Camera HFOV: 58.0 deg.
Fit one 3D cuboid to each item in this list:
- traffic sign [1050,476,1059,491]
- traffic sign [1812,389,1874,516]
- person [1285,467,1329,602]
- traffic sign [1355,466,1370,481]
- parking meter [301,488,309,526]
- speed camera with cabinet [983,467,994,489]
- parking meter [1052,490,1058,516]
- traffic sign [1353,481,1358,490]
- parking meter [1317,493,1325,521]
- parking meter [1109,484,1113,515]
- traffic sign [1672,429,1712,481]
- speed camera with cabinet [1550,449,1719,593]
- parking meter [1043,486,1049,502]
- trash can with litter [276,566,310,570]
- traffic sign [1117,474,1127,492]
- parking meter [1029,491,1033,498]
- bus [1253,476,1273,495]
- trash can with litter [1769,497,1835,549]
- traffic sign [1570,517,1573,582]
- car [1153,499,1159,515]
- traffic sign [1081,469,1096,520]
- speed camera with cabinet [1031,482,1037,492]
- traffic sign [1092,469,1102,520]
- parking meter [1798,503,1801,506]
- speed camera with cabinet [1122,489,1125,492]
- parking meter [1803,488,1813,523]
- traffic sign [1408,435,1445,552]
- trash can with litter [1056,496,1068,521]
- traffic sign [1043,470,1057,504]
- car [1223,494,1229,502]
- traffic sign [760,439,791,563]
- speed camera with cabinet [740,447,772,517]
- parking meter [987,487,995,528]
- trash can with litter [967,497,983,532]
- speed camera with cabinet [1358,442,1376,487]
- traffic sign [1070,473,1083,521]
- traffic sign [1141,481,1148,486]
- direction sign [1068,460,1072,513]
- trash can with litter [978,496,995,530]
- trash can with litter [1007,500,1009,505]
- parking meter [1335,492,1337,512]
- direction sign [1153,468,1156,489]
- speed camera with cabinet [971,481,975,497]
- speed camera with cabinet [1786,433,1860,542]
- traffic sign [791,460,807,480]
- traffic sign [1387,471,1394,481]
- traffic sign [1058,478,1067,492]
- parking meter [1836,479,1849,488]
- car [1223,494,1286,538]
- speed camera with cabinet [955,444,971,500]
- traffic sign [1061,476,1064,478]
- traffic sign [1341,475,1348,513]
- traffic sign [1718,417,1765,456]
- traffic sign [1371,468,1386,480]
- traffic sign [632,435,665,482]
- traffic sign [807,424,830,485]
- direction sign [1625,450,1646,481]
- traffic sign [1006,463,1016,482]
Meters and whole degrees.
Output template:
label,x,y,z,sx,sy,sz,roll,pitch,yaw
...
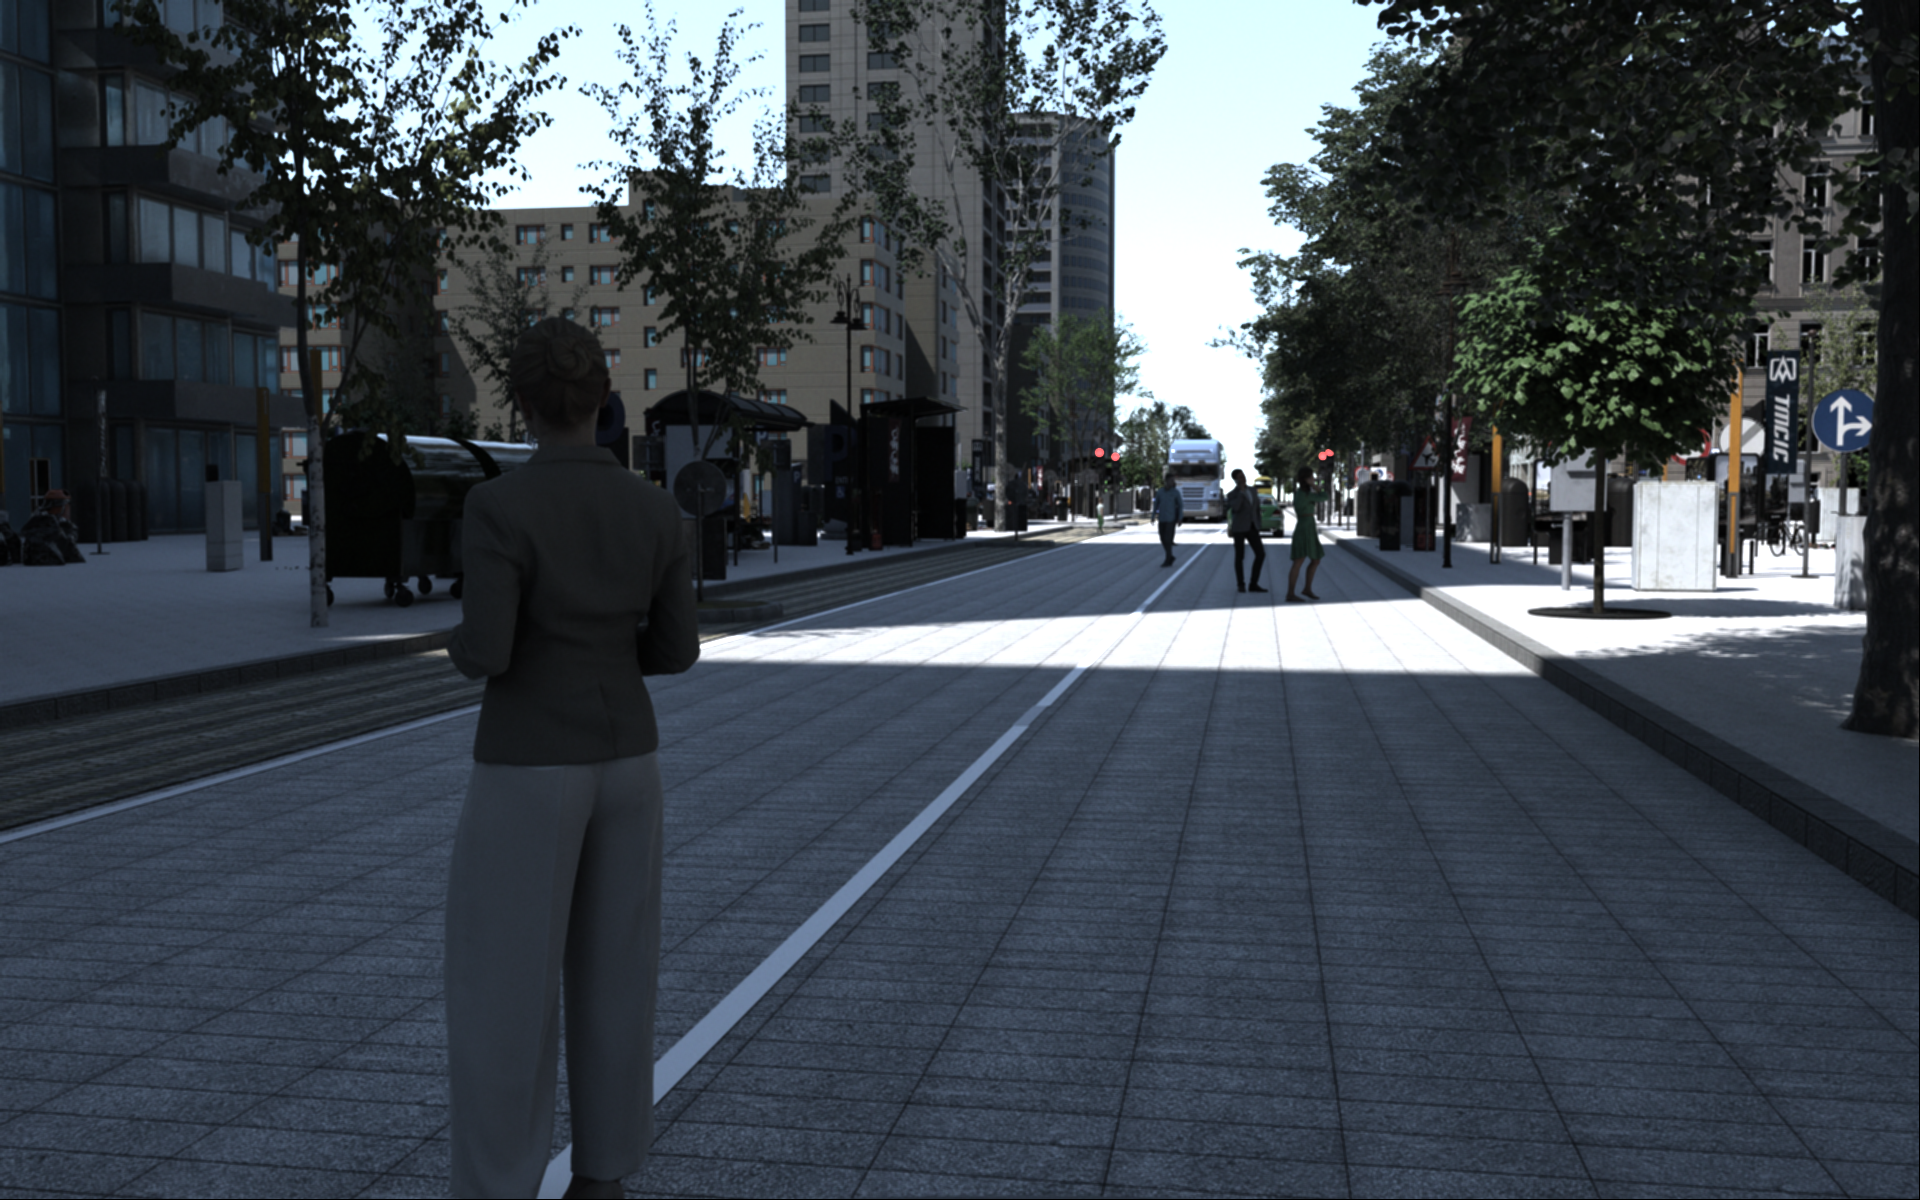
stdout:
label,x,y,z,sx,sy,sz,roll,pitch,yaw
traffic sign,5.794,-6.623,108.390,0.768,2.556,0.104,1,4,19
traffic sign,10.748,-1.283,21.078,0.768,2.556,0.104,1,4,14
person,4.593,-0.881,23.147,0.529,1.795,0.600,-1,4,-11
traffic sign,17.877,-4.702,76.986,0.768,2.556,0.104,1,4,19
parking meter,-26.522,-3.784,70.282,0.372,1.533,0.369,0,3,0
speed camera with cabinet,2.658,-8.066,126.221,2.038,3.252,0.660,-2,4,-26
parking meter,5.490,-5.604,100.037,0.372,1.533,0.369,0,3,0
traffic sign,33.350,-8.958,146.561,0.768,2.556,0.104,1,4,18
parking meter,17.202,-4.533,82.524,0.372,1.533,0.369,0,3,0
parking meter,9.087,-6.022,104.173,0.255,1.863,0.399,1,4,9
traffic sign,13.197,-1.915,31.424,0.768,2.556,0.104,1,4,11
speed camera with cabinet,8.915,-1.749,22.931,2.038,3.252,0.660,1,4,14
parking meter,5.485,-6.409,110.490,0.255,1.863,0.399,-1,4,-14
trash can with litter,-10.495,-1.122,29.398,1.678,1.210,2.233,-3,5,-40
traffic sign,10.212,-6.714,109.877,0.768,2.556,0.104,1,4,18
parking meter,5.154,-7.244,126.856,0.372,1.533,0.369,0,3,0
bus,42.159,-15.257,241.002,2.896,3.916,12.252,1,4,10
trash can with litter,20.165,-1.835,41.066,1.678,1.210,2.233,1,4,22
traffic sign,8.914,-1.541,25.298,0.768,2.556,0.104,1,4,14
car,14.283,-6.705,119.214,1.945,1.707,3.694,1,4,10
traffic sign,6.368,-5.270,86.264,0.768,2.556,0.104,1,4,10
speed camera with cabinet,5.584,-9.103,143.161,0.660,3.252,2.038,-3,4,-38
traffic sign,6.779,-5.327,87.200,0.768,2.556,0.104,1,4,12
parking meter,41.347,-4.886,85.598,0.399,1.863,0.255,1,4,15
speed camera with cabinet,11.341,-8.178,128.041,2.038,3.252,0.660,-2,4,-33
parking meter,37.236,-4.137,76.056,0.372,1.533,0.369,0,3,0
traffic sign,10.372,-2.348,38.399,0.884,2.594,0.081,1,4,12
trash can with litter,4.735,-4.285,81.449,0.624,1.170,1.055,-1,4,-10
traffic sign,4.684,-5.542,90.713,0.768,2.556,0.104,1,4,15
car,29.966,-11.309,194.683,2.009,1.686,4.222,1,4,11
traffic sign,-3.435,-1.843,32.258,0.606,2.300,0.079,1,4,14
speed camera with cabinet,-8.539,-4.813,73.023,2.038,3.252,0.660,-1,4,-13
parking meter,1.210,-3.528,66.100,0.372,1.533,0.369,0,3,0
trash can with litter,0.384,-2.952,59.654,0.624,1.170,1.055,1,4,15
speed camera with cabinet,15.366,-4.307,64.749,0.660,3.252,2.038,0,4,2
traffic sign,5.606,-4.977,83.501,0.606,2.300,0.079,1,4,19
traffic sign,15.630,-8.997,147.202,0.768,2.556,0.104,1,4,19
direction sign,7.390,-7.533,115.166,0.379,3.537,0.876,2,4,32
trash can with litter,0.653,-3.113,61.947,2.233,1.210,1.678,0,4,1
trash can with litter,2.144,-4.279,81.353,0.624,1.170,1.055,-2,4,-24
parking meter,26.095,-6.876,120.840,0.372,1.533,0.369,0,3,0
direction sign,17.241,-9.876,153.467,0.379,3.537,0.876,0,4,-7
speed camera with cabinet,0.453,-7.327,114.129,0.660,3.252,2.038,1,4,14
speed camera with cabinet,23.143,-3.206,46.762,2.038,3.252,0.660,0,4,1
traffic sign,-4.769,-3.015,51.424,0.606,2.300,0.079,1,4,15
traffic sign,23.981,-5.932,97.086,0.768,2.556,0.104,1,4,18
traffic sign,6.405,-6.545,109.145,0.606,2.300,0.079,1,4,12
parking meter,33.095,-3.626,64.988,0.255,1.863,0.399,-1,4,-15
car,9.922,-2.842,58.260,2.131,1.459,4.920,1,4,8
speed camera with cabinet,-0.502,-4.525,68.326,0.660,3.252,2.038,-2,4,-32
traffic sign,6.794,-7.196,117.764,0.768,2.556,0.104,1,4,11
traffic sign,25.249,-6.958,113.866,0.768,2.556,0.104,1,4,18
traffic sign,13.023,-1.760,28.885,0.768,2.556,0.104,1,4,16
traffic sign,15.982,-3.918,66.187,0.606,2.300,0.079,1,4,16
traffic sign,-5.446,-1.723,30.302,0.606,2.300,0.079,1,4,14
traffic sign,-3.327,-3.433,50.000,2.265,3.308,0.079,1,4,13
direction sign,29.253,-5.078,75.015,0.876,3.537,0.379,2,4,29
traffic sign,1.887,-4.314,70.638,0.768,2.556,0.104,1,4,14
